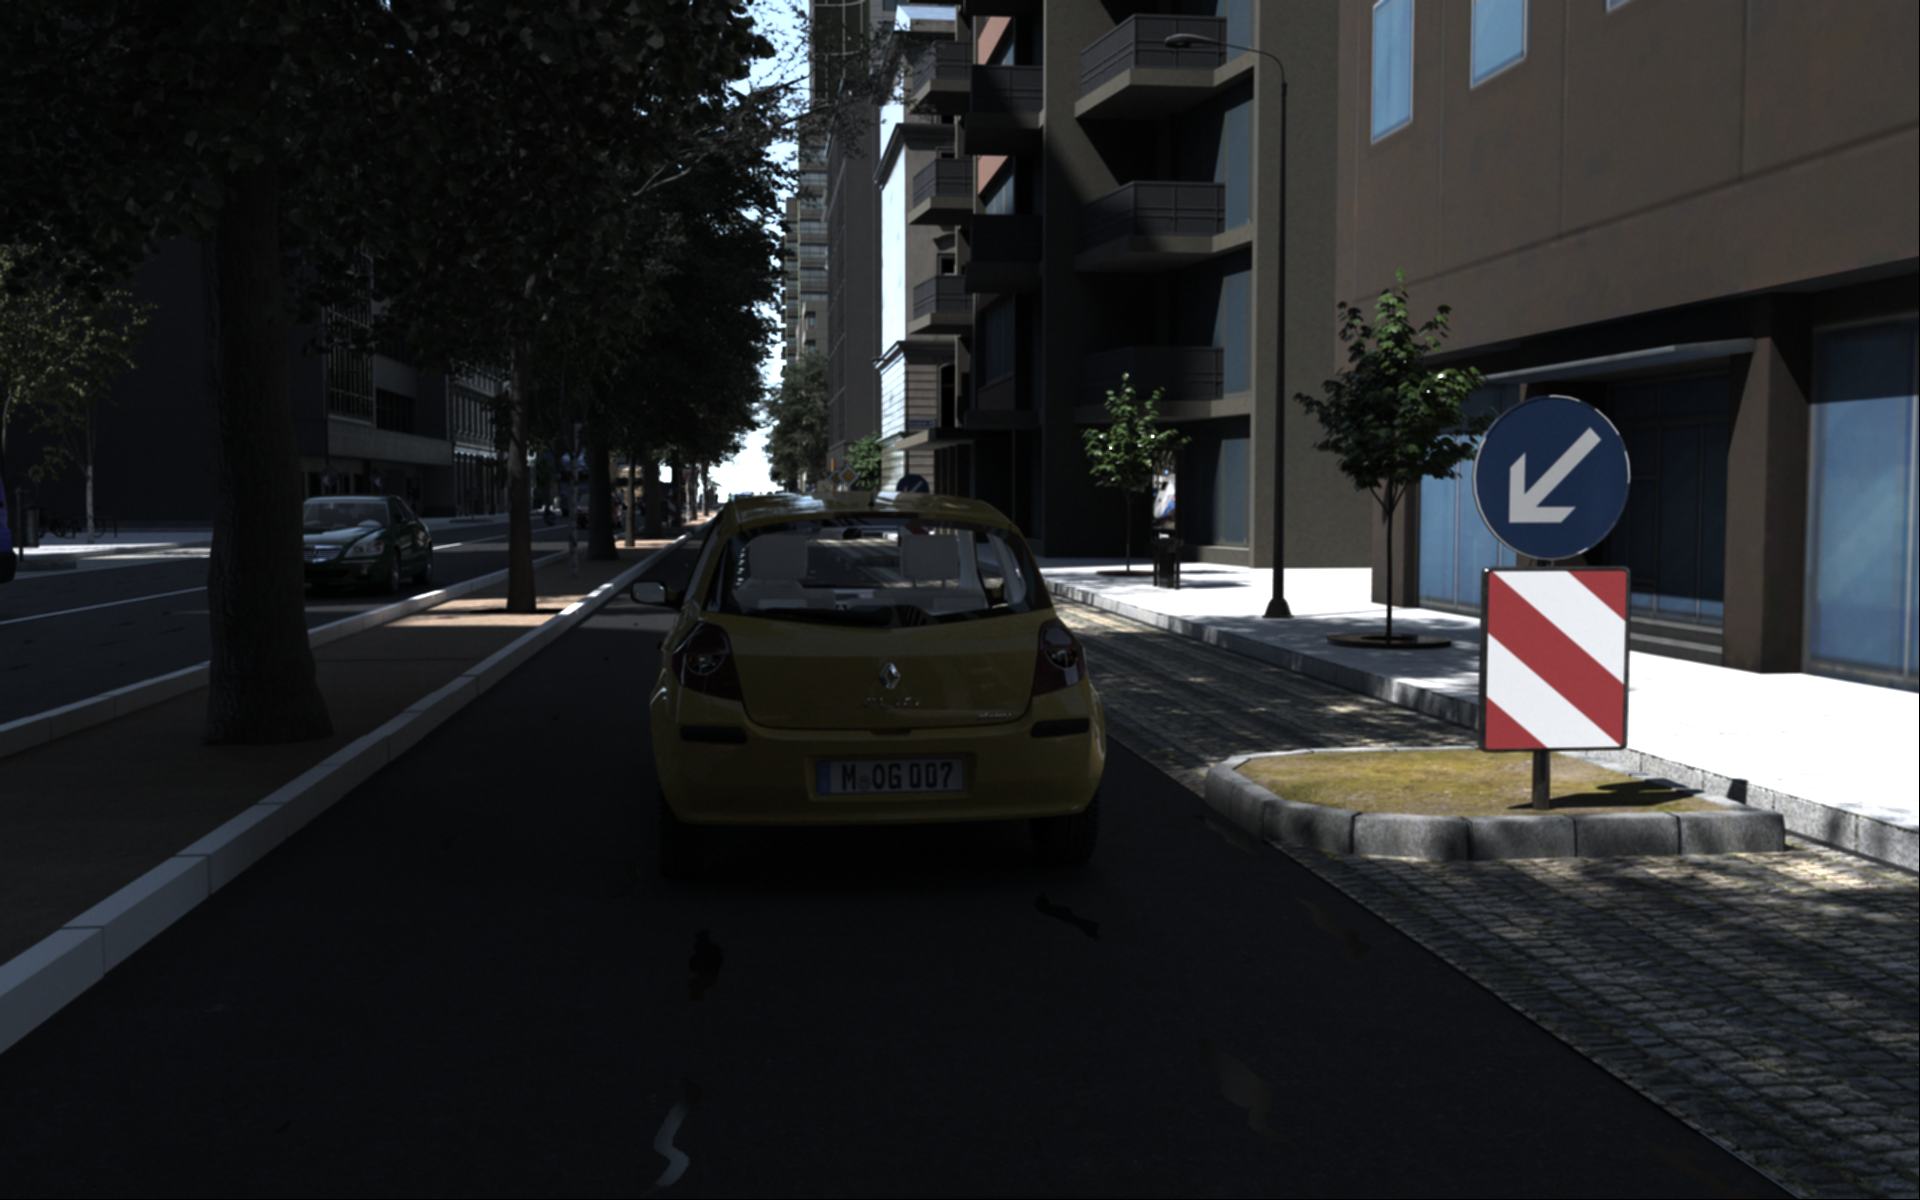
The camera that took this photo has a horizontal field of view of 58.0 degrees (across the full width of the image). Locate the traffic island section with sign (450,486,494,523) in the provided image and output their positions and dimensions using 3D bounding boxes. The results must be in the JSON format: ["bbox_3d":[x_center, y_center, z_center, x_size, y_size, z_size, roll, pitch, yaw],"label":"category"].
[{"bbox_3d":[-24.450,-4.786,86.874,1.989,1.847,2.006,0,4,-7],"label":"traffic island section with sign"}]

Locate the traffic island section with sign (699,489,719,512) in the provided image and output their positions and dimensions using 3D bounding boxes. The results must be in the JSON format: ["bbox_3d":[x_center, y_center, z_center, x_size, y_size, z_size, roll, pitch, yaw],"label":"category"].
[{"bbox_3d":[-20.251,-8.106,140.666,2.006,1.907,1.989,0,4,-7],"label":"traffic island section with sign"}]

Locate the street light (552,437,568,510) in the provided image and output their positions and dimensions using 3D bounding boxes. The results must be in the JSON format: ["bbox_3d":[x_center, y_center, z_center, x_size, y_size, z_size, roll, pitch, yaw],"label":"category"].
[{"bbox_3d":[-32.492,-10.285,140.707,1.470,5.913,1.316,0,4,-7],"label":"street light"}]

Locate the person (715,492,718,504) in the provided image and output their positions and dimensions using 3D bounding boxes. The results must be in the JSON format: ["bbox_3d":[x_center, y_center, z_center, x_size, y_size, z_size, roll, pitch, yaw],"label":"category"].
[{"bbox_3d":[-35.601,-14.931,253.532,0.541,1.710,0.530,-2,4,-28],"label":"person"}]

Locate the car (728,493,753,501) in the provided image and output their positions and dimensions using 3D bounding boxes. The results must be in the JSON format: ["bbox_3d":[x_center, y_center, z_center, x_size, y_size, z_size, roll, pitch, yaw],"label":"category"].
[{"bbox_3d":[-13.869,-6.192,110.829,1.945,1.707,3.694,0,4,-8],"label":"car"}]

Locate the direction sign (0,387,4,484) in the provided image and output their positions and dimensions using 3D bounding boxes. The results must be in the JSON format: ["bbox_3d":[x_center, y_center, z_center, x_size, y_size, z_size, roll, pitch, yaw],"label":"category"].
[{"bbox_3d":[-20.105,-2.712,36.345,0.379,3.537,0.876,-2,4,-27],"label":"direction sign"}]

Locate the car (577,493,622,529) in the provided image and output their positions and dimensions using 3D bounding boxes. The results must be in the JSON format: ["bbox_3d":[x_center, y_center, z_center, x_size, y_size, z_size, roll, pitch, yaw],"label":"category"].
[{"bbox_3d":[-15.302,-3.920,73.124,2.155,1.783,4.494,0,4,-6],"label":"car"}]

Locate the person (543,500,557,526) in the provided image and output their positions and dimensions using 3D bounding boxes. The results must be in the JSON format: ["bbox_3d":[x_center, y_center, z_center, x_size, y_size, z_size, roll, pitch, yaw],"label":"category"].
[{"bbox_3d":[-18.354,-3.905,77.845,0.738,1.151,1.012,0,4,-3],"label":"person"}]

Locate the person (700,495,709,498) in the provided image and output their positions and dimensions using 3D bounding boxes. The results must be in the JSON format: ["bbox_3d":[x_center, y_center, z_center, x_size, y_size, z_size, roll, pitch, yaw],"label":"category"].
[{"bbox_3d":[-27.593,-10.896,187.373,1.217,1.736,0.721,-1,4,-8],"label":"person"}]

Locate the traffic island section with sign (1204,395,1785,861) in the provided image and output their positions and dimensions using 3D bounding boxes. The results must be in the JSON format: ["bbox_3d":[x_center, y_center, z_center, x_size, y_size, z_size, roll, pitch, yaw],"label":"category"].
[{"bbox_3d":[2.175,0.057,7.700,1.989,1.847,2.006,0,4,-7],"label":"traffic island section with sign"}]

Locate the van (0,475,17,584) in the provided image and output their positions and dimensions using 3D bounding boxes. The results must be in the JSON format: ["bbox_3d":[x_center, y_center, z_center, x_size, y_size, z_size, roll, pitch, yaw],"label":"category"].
[{"bbox_3d":[-12.161,-0.858,18.410,2.240,2.365,5.245,0,4,-6],"label":"van"}]

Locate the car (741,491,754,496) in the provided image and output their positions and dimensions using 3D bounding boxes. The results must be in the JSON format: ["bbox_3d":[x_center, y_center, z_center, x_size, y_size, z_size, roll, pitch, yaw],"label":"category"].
[{"bbox_3d":[-24.695,-11.776,201.209,2.281,1.827,5.304,0,4,-8],"label":"car"}]

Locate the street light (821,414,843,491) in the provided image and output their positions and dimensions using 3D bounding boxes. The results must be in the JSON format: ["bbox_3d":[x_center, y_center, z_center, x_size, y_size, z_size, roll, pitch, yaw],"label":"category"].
[{"bbox_3d":[-7.377,-7.840,100.731,1.470,5.913,1.316,0,4,-7],"label":"street light"}]

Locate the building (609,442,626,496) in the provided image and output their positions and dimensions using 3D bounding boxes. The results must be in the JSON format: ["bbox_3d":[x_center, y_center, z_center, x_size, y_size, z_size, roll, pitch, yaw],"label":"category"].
[{"bbox_3d":[-51.714,-35.367,228.367,14.600,45.320,14.200,0,4,-7],"label":"building"}]

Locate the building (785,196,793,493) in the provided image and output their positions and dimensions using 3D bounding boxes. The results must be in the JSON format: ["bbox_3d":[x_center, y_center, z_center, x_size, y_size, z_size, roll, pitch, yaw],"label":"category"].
[{"bbox_3d":[-17.165,-34.073,240.681,14.154,41.232,14.086,0,4,-7],"label":"building"}]

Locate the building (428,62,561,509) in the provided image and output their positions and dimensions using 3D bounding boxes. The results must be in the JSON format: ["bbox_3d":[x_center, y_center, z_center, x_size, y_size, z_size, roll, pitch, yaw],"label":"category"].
[{"bbox_3d":[-50.837,-27.975,149.272,32.217,40.220,23.993,0,4,-7],"label":"building"}]

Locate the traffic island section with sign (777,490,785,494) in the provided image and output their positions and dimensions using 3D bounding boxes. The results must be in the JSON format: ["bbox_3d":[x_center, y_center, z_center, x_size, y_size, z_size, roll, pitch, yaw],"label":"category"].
[{"bbox_3d":[-11.136,-6.607,116.648,1.989,1.847,2.006,0,4,-7],"label":"traffic island section with sign"}]

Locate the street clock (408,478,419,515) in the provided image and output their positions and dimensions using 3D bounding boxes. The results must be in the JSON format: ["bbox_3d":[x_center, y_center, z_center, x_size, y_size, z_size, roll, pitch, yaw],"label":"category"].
[{"bbox_3d":[-25.225,-4.612,79.975,0.358,2.002,0.471,3,5,41],"label":"street clock"}]

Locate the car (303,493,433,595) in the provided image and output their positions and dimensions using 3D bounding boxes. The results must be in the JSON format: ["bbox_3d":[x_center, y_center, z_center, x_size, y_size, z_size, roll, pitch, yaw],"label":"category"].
[{"bbox_3d":[-9.146,-0.871,26.044,2.131,1.459,4.920,0,4,-8],"label":"car"}]

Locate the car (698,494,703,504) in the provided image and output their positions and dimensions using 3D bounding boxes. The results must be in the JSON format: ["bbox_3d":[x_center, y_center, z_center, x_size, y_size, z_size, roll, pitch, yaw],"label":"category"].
[{"bbox_3d":[-36.319,-14.490,246.508,1.945,1.707,3.694,0,4,-7],"label":"car"}]

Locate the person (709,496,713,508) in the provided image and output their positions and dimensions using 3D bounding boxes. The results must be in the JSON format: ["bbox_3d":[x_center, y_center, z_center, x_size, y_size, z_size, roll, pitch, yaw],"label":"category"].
[{"bbox_3d":[-25.912,-10.490,180.026,0.705,1.821,1.348,0,4,4],"label":"person"}]

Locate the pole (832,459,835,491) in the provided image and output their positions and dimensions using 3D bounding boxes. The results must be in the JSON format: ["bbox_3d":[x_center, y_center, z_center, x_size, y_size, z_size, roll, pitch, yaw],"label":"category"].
[{"bbox_3d":[-7.269,-6.468,99.596,0.158,3.312,0.155,0,3,0],"label":"pole"}]

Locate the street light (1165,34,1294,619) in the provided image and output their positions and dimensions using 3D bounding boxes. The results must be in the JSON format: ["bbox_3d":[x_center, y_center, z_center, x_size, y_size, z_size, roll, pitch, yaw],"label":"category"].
[{"bbox_3d":[2.763,-2.765,17.744,1.470,5.913,1.316,0,4,-7],"label":"street light"}]

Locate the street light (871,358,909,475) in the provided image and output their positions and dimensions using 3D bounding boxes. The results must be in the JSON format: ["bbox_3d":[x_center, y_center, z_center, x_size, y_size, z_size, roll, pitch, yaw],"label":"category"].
[{"bbox_3d":[-2.335,-5.298,59.156,1.470,5.913,1.316,0,4,-7],"label":"street light"}]

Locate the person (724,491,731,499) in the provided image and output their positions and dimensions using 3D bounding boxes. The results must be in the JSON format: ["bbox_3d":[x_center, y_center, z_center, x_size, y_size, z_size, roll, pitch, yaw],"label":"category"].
[{"bbox_3d":[-24.274,-10.614,182.754,1.217,1.735,0.721,1,4,12],"label":"person"}]

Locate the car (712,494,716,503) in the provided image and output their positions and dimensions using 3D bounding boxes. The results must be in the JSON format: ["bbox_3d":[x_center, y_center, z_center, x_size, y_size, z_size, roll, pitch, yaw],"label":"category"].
[{"bbox_3d":[-38.753,-15.788,269.923,2.131,1.459,4.920,0,4,-6],"label":"car"}]

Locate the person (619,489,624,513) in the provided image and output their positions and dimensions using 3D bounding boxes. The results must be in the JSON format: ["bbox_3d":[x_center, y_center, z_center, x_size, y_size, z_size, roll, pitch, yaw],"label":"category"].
[{"bbox_3d":[-25.546,-7.464,130.795,0.793,1.790,0.793,-1,4,-19],"label":"person"}]

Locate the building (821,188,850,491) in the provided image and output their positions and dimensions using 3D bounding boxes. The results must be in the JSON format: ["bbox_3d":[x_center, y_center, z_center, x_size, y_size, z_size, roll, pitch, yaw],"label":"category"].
[{"bbox_3d":[-3.073,-21.002,130.778,14.401,28.519,23.554,0,4,-7],"label":"building"}]

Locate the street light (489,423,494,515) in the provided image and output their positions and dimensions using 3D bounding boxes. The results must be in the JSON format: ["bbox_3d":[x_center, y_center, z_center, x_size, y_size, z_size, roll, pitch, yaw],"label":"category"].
[{"bbox_3d":[-28.197,-8.172,106.151,1.470,5.913,1.316,0,4,-7],"label":"street light"}]

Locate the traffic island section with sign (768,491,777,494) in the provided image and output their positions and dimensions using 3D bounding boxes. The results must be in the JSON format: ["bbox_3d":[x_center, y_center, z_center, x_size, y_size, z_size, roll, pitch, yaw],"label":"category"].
[{"bbox_3d":[-17.141,-9.612,165.790,1.989,1.847,2.006,0,4,-7],"label":"traffic island section with sign"}]

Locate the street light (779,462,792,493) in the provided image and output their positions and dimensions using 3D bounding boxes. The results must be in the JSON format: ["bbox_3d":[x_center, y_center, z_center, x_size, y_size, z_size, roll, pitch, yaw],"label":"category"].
[{"bbox_3d":[-21.707,-15.004,217.850,1.470,5.913,1.316,0,4,-7],"label":"street light"}]

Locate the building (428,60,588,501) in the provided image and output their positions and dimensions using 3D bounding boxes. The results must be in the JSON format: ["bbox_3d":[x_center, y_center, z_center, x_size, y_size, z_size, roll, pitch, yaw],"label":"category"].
[{"bbox_3d":[-44.269,-31.771,169.568,14.600,45.320,14.200,0,4,-7],"label":"building"}]

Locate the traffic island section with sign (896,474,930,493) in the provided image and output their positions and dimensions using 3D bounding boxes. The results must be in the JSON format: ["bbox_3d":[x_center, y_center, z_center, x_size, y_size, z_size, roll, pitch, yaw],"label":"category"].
[{"bbox_3d":[-1.120,-1.595,34.710,1.989,1.847,2.006,0,4,-7],"label":"traffic island section with sign"}]

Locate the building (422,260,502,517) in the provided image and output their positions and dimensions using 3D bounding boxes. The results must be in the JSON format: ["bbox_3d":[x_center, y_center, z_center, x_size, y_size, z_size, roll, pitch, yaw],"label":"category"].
[{"bbox_3d":[-33.386,-15.510,102.734,9.793,20.994,18.267,0,4,-7],"label":"building"}]

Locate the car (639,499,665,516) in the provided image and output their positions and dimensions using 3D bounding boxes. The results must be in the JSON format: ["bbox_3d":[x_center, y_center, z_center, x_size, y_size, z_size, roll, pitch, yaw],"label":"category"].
[{"bbox_3d":[-20.649,-6.386,116.985,1.945,1.354,3.894,0,4,-8],"label":"car"}]

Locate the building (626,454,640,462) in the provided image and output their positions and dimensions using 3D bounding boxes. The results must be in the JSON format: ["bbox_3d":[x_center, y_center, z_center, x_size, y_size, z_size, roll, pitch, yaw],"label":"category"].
[{"bbox_3d":[-57.871,-36.380,249.435,22.147,44.769,28.867,0,4,-7],"label":"building"}]

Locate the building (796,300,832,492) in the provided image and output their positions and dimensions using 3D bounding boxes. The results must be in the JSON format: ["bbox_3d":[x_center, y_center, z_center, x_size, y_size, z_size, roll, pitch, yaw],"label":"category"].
[{"bbox_3d":[-1.827,-19.913,170.623,27.650,21.520,28.899,0,4,-7],"label":"building"}]

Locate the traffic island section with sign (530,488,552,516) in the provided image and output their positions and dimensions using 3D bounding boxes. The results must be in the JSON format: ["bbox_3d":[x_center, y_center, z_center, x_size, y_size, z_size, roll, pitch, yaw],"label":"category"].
[{"bbox_3d":[-27.737,-6.431,113.781,1.989,1.847,2.006,0,4,-7],"label":"traffic island section with sign"}]

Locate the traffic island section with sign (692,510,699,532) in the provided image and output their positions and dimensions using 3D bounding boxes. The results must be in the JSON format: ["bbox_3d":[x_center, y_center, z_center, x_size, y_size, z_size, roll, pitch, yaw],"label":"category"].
[{"bbox_3d":[-11.125,-3.544,66.082,2.006,1.907,1.989,0,4,-7],"label":"traffic island section with sign"}]

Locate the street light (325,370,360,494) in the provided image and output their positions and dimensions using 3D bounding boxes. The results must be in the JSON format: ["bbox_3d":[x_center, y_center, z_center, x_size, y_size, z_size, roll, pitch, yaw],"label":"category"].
[{"bbox_3d":[-23.200,-5.656,65.019,1.470,5.913,1.316,0,4,-7],"label":"street light"}]

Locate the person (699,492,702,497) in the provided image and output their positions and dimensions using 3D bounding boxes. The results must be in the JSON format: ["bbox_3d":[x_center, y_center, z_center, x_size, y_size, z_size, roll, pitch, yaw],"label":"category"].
[{"bbox_3d":[-40.482,-15.938,269.602,0.721,1.766,1.217,0,4,-5],"label":"person"}]

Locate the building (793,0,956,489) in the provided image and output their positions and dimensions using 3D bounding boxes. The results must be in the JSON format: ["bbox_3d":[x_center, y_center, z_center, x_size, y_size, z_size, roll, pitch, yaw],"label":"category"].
[{"bbox_3d":[-9.611,-47.031,207.214,20.563,71.187,20.611,0,4,-7],"label":"building"}]

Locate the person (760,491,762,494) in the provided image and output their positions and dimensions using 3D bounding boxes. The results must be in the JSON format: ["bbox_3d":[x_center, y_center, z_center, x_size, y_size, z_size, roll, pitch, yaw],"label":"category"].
[{"bbox_3d":[-22.512,-11.400,195.615,0.721,1.736,1.217,3,5,42],"label":"person"}]

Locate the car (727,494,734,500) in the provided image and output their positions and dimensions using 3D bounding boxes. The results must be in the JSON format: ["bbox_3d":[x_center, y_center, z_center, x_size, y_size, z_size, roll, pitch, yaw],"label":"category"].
[{"bbox_3d":[-17.152,-7.687,134.476,1.959,1.807,4.718,0,4,-6],"label":"car"}]

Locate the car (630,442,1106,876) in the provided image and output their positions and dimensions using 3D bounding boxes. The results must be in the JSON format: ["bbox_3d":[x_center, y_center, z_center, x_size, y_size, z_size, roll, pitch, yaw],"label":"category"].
[{"bbox_3d":[-0.526,0.135,8.017,2.015,1.641,3.980,-1,4,-8],"label":"car"}]

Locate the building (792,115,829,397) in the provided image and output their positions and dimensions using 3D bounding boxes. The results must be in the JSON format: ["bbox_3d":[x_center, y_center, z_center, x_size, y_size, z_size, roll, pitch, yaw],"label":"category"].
[{"bbox_3d":[-10.755,-31.006,190.545,14.154,41.232,14.086,0,4,-7],"label":"building"}]

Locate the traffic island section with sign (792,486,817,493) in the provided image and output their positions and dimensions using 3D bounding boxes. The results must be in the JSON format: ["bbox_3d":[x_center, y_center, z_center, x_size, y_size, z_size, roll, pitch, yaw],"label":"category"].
[{"bbox_3d":[-7.853,-4.964,89.784,1.989,1.847,2.006,0,4,-7],"label":"traffic island section with sign"}]

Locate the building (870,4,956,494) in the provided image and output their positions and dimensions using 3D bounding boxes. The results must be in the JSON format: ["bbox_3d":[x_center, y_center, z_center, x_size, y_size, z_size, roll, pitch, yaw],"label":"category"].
[{"bbox_3d":[13.882,-15.734,76.342,34.723,24.649,14.460,0,4,-7],"label":"building"}]

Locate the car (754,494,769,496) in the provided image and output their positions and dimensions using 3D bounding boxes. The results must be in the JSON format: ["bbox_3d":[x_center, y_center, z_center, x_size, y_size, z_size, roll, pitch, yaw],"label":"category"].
[{"bbox_3d":[-13.356,-6.536,117.089,2.015,1.641,3.980,0,4,-6],"label":"car"}]

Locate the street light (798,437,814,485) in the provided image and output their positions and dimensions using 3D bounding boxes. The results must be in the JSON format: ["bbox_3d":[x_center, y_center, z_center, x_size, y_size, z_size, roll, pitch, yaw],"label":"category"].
[{"bbox_3d":[-12.579,-10.354,141.837,1.470,5.913,1.316,0,4,-7],"label":"street light"}]

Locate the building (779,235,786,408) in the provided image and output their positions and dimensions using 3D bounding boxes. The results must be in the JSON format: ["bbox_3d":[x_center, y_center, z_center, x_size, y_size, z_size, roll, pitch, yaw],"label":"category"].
[{"bbox_3d":[-18.570,-38.624,286.122,22.147,44.769,28.867,0,4,-7],"label":"building"}]

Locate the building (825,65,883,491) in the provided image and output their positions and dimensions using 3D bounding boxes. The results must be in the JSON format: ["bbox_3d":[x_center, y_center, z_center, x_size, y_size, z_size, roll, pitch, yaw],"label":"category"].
[{"bbox_3d":[-0.682,-19.185,107.176,14.314,27.812,24.014,0,4,-7],"label":"building"}]

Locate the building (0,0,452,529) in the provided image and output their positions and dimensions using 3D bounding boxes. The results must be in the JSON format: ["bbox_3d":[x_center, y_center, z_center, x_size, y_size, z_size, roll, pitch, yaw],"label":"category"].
[{"bbox_3d":[-32.871,-15.861,78.388,14.314,24.678,30.058,0,4,-7],"label":"building"}]

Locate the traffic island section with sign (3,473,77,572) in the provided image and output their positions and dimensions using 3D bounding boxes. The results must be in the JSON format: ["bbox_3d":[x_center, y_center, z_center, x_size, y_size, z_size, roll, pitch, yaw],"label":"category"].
[{"bbox_3d":[-17.799,-1.457,32.446,1.989,1.847,2.006,0,4,-7],"label":"traffic island section with sign"}]

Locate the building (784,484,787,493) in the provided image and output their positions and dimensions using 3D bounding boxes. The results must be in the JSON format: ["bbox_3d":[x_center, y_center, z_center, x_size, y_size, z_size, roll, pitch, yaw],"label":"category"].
[{"bbox_3d":[-10.476,-34.788,260.671,32.217,40.220,23.993,0,4,-7],"label":"building"}]

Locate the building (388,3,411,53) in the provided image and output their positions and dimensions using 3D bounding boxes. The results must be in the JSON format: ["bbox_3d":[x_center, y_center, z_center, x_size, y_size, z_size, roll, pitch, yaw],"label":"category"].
[{"bbox_3d":[-51.140,-53.686,190.430,22.319,86.520,31.000,0,4,-7],"label":"building"}]

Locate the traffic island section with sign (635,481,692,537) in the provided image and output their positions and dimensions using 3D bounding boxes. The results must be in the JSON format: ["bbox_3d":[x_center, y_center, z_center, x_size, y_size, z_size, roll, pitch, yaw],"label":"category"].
[{"bbox_3d":[-10.236,-3.094,58.728,2.006,1.907,1.989,0,4,-7],"label":"traffic island section with sign"}]
